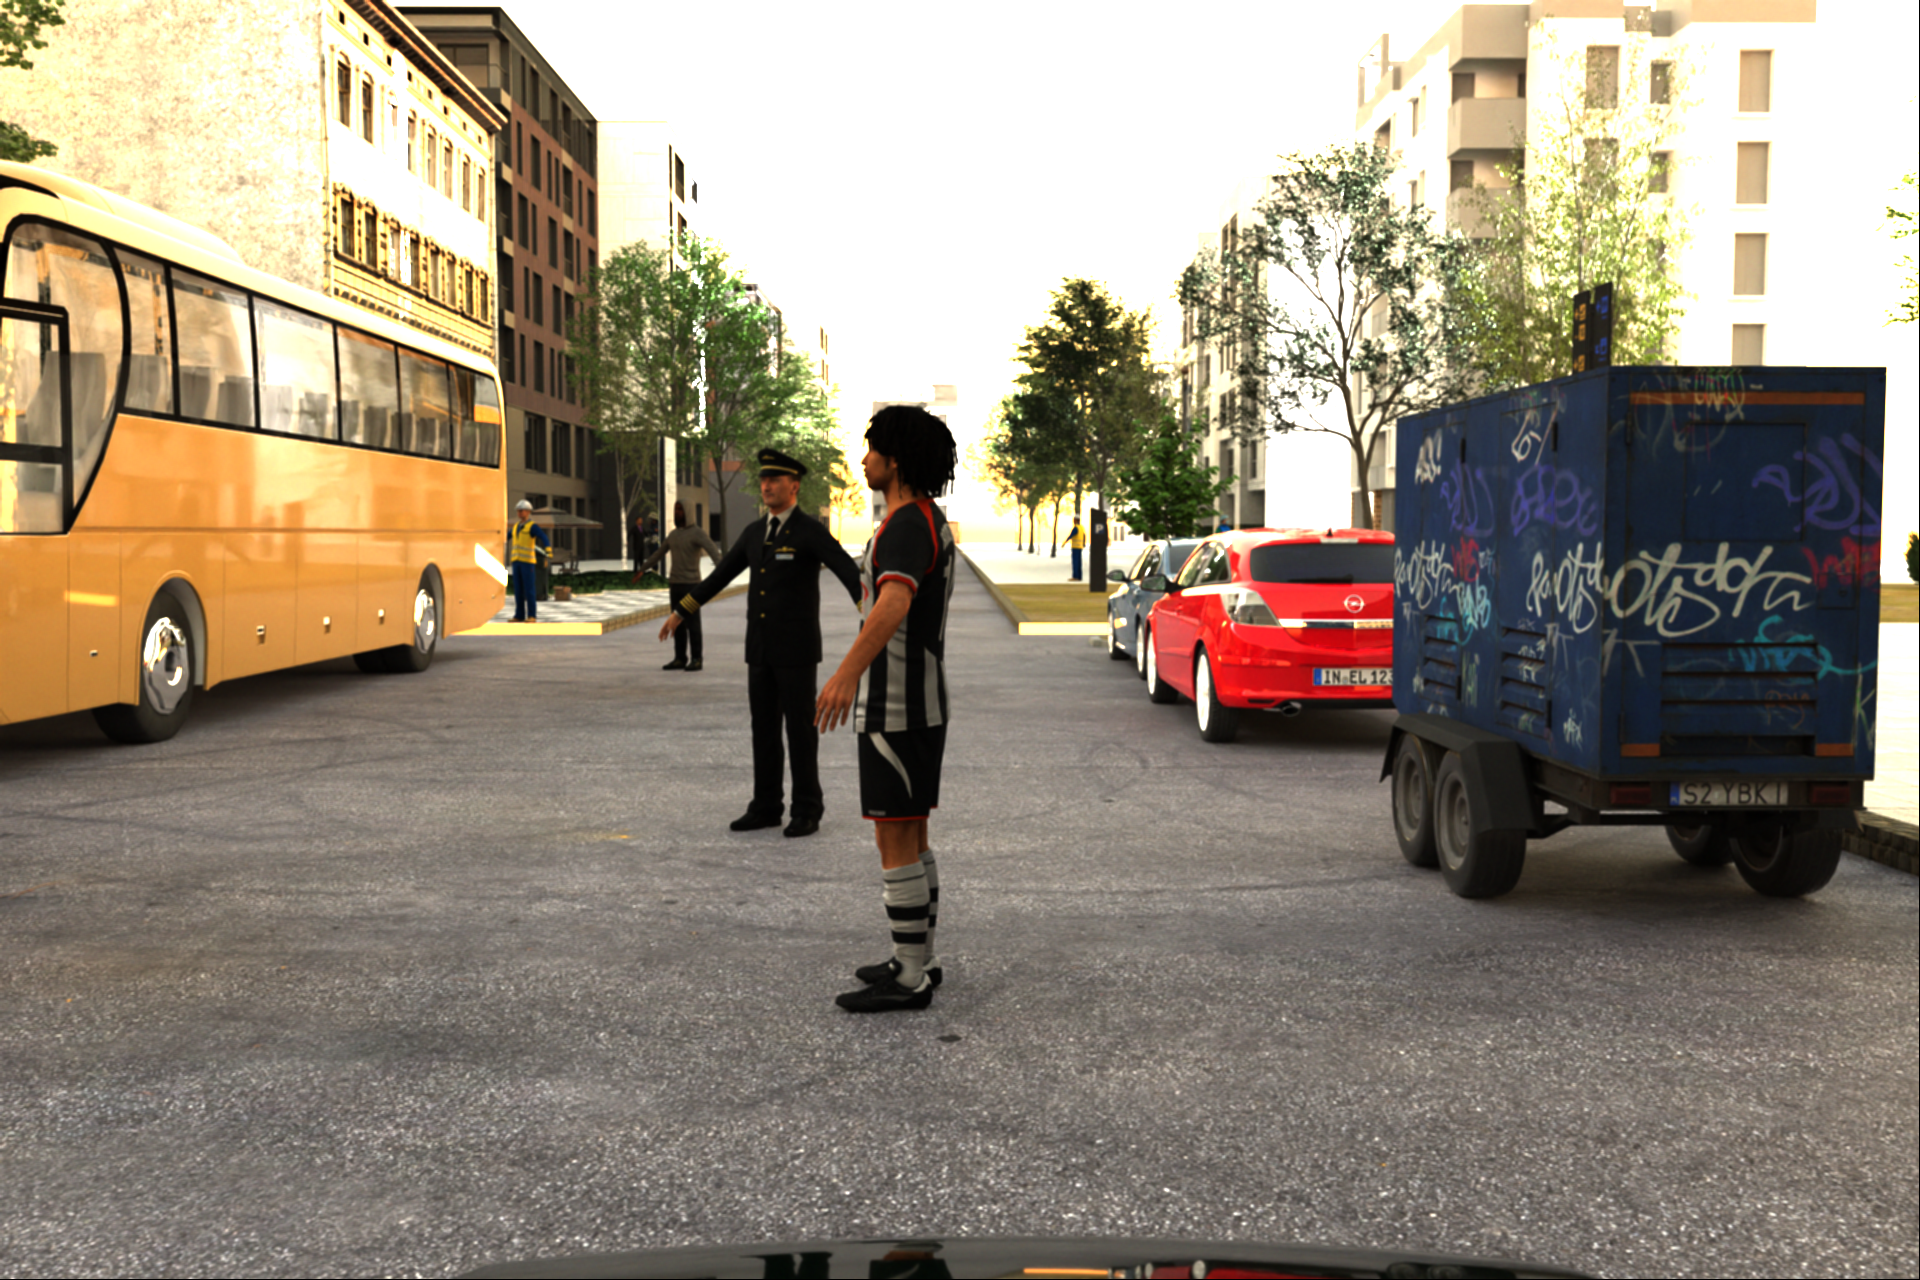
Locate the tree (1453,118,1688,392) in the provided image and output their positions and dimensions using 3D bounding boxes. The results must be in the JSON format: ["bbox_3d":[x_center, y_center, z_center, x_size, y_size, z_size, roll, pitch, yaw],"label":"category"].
[{"bbox_3d":[10.893,-4.904,30.549,4.737,8.622,4.395,0,3,0],"label":"tree"}]

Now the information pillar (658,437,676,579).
[{"bbox_3d":[-7.184,-3.135,42.577,0.184,3.620,1.656,0,4,0],"label":"information pillar"}]

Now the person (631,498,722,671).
[{"bbox_3d":[-2.909,-0.590,18.229,1.348,1.813,0.705,3,4,36],"label":"person"}]

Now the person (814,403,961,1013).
[{"bbox_3d":[-0.201,0.201,5.314,0.704,1.843,1.345,0,4,7],"label":"person"}]

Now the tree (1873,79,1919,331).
[{"bbox_3d":[19.118,-6.263,28.156,9.928,11.665,9.643,0,3,0],"label":"tree"}]

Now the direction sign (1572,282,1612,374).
[{"bbox_3d":[5.823,-1.471,16.054,0.379,3.537,0.876,0,4,-1],"label":"direction sign"}]

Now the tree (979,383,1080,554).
[{"bbox_3d":[4.799,-11.531,114.292,9.928,11.665,9.643,0,3,0],"label":"tree"}]

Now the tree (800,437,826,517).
[{"bbox_3d":[-11.295,-10.758,126.253,4.737,8.622,4.395,0,3,0],"label":"tree"}]

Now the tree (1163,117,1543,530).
[{"bbox_3d":[9.049,-6.363,38.449,8.767,10.594,7.601,-1,4,-17],"label":"tree"}]

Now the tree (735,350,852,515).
[{"bbox_3d":[-10.250,-11.518,106.453,7.486,12.596,7.792,0,3,0],"label":"tree"}]

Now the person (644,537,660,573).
[{"bbox_3d":[-9.919,-3.144,57.583,1.347,1.806,0.705,-2,4,-25],"label":"person"}]

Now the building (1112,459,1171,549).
[{"bbox_3d":[19.139,-12.880,152.734,9.099,9.664,28.070,0,4,0],"label":"building"}]

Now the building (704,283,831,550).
[{"bbox_3d":[-26.865,-19.159,157.228,27.936,21.610,32.646,0,3,0],"label":"building"}]

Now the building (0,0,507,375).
[{"bbox_3d":[-26.076,-13.657,54.224,19.493,23.208,18.063,0,4,-1],"label":"building"}]

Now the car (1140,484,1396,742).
[{"bbox_3d":[2.525,-0.267,13.408,2.155,1.783,4.494,0,4,-1],"label":"car"}]

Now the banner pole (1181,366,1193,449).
[{"bbox_3d":[3.362,-2.181,25.681,0.401,3.779,0.863,0,4,-2],"label":"banner pole"}]

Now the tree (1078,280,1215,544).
[{"bbox_3d":[5.641,-6.112,50.290,4.360,8.622,3.978,0,3,0],"label":"tree"}]

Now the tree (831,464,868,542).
[{"bbox_3d":[-15.111,-17.477,220.161,7.601,10.594,8.767,0,4,3],"label":"tree"}]

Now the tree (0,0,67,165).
[{"bbox_3d":[-12.844,-6.061,17.217,7.486,12.596,7.792,0,3,0],"label":"tree"}]

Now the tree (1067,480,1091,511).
[{"bbox_3d":[17.212,-17.955,219.323,9.928,11.665,9.643,0,3,0],"label":"tree"}]

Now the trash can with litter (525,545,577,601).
[{"bbox_3d":[-7.909,-1.339,33.288,1.055,1.170,0.624,0,4,-1],"label":"trash can with litter"}]

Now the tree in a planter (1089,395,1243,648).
[{"bbox_3d":[2.692,-1.539,22.391,1.991,3.239,1.994,0,4,0],"label":"tree in a planter"}]

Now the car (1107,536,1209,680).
[{"bbox_3d":[2.604,-0.385,18.291,2.014,1.417,4.499,0,4,-1],"label":"car"}]

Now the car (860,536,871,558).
[{"bbox_3d":[-3.682,-4.284,82.399,2.083,1.381,4.827,0,4,-1],"label":"car"}]

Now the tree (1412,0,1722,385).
[{"bbox_3d":[8.669,-4.497,23.883,4.360,8.622,3.978,0,3,0],"label":"tree"}]

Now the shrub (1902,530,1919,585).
[{"bbox_3d":[22.960,-2.232,40.539,1.661,2.075,1.752,0,3,0],"label":"shrub"}]

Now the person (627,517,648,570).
[{"bbox_3d":[-9.758,-2.847,52.766,0.704,1.802,1.346,3,4,36],"label":"person"}]

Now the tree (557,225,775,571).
[{"bbox_3d":[-9.807,-8.102,58.221,9.928,11.665,9.643,0,3,0],"label":"tree"}]

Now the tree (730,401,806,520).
[{"bbox_3d":[-11.053,-8.821,94.578,4.360,8.622,3.978,0,3,0],"label":"tree"}]

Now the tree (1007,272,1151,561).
[{"bbox_3d":[5.508,-9.640,75.735,7.486,12.596,7.792,0,3,0],"label":"tree"}]

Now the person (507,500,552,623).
[{"bbox_3d":[-6.355,-1.136,25.033,1.216,1.772,0.721,2,4,28],"label":"person"}]

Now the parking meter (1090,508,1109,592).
[{"bbox_3d":[3.075,-1.993,38.290,0.399,1.863,0.255,0,4,-2],"label":"parking meter"}]

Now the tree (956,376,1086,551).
[{"bbox_3d":[4.697,-13.501,131.104,12.009,13.543,11.850,0,3,0],"label":"tree"}]

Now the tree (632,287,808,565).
[{"bbox_3d":[-9.937,-8.935,71.836,9.928,11.665,9.643,0,3,0],"label":"tree"}]

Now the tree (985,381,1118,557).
[{"bbox_3d":[5.291,-9.808,94.775,8.767,10.594,7.601,-2,4,-30],"label":"tree"}]

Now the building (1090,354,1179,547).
[{"bbox_3d":[19.476,-20.446,190.705,16.016,20.090,11.380,0,4,-1],"label":"building"}]

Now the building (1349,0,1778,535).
[{"bbox_3d":[20.566,-12.878,66.980,16.016,20.090,11.380,0,4,0],"label":"building"}]

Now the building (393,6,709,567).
[{"bbox_3d":[-28.372,-14.660,83.671,27.936,21.610,32.646,0,4,0],"label":"building"}]

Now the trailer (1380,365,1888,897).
[{"bbox_3d":[2.637,-0.050,7.859,1.471,1.999,3.904,0,4,-1],"label":"trailer"}]

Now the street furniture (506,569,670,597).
[{"bbox_3d":[-11.258,-1.338,37.511,10.072,0.657,5.734,-1,4,-13],"label":"street furniture"}]

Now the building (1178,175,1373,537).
[{"bbox_3d":[22.264,-13.926,94.153,16.747,18.905,31.486,0,4,0],"label":"building"}]

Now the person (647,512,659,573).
[{"bbox_3d":[-8.185,-2.471,46.173,0.705,1.856,1.354,-1,4,-13],"label":"person"}]

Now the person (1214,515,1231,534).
[{"bbox_3d":[7.435,-2.594,48.535,1.347,1.817,0.704,-3,5,-44],"label":"person"}]

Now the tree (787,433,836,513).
[{"bbox_3d":[-10.602,-10.354,119.657,4.737,8.622,4.395,0,3,0],"label":"tree"}]

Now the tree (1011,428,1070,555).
[{"bbox_3d":[4.591,-9.512,105.888,4.360,8.622,3.978,0,3,0],"label":"tree"}]

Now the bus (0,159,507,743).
[{"bbox_3d":[-6.701,-1.440,15.090,2.896,3.916,12.252,0,4,-1],"label":"bus"}]

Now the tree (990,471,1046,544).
[{"bbox_3d":[7.355,-17.303,217.312,7.601,10.594,8.767,0,4,-4],"label":"tree"}]

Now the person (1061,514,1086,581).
[{"bbox_3d":[3.159,-2.526,47.271,0.705,1.833,1.349,2,4,31],"label":"person"}]

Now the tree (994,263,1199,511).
[{"bbox_3d":[4.716,-7.719,60.615,7.601,10.594,8.767,-1,4,-17],"label":"tree"}]

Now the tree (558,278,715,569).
[{"bbox_3d":[-10.023,-6.127,50.543,4.360,8.622,3.978,0,3,0],"label":"tree"}]

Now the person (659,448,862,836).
[{"bbox_3d":[-0.872,0.003,8.339,1.347,1.837,0.705,2,4,32],"label":"person"}]

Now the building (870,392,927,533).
[{"bbox_3d":[-11.111,-22.230,222.330,11.380,20.090,16.016,0,4,5],"label":"building"}]
